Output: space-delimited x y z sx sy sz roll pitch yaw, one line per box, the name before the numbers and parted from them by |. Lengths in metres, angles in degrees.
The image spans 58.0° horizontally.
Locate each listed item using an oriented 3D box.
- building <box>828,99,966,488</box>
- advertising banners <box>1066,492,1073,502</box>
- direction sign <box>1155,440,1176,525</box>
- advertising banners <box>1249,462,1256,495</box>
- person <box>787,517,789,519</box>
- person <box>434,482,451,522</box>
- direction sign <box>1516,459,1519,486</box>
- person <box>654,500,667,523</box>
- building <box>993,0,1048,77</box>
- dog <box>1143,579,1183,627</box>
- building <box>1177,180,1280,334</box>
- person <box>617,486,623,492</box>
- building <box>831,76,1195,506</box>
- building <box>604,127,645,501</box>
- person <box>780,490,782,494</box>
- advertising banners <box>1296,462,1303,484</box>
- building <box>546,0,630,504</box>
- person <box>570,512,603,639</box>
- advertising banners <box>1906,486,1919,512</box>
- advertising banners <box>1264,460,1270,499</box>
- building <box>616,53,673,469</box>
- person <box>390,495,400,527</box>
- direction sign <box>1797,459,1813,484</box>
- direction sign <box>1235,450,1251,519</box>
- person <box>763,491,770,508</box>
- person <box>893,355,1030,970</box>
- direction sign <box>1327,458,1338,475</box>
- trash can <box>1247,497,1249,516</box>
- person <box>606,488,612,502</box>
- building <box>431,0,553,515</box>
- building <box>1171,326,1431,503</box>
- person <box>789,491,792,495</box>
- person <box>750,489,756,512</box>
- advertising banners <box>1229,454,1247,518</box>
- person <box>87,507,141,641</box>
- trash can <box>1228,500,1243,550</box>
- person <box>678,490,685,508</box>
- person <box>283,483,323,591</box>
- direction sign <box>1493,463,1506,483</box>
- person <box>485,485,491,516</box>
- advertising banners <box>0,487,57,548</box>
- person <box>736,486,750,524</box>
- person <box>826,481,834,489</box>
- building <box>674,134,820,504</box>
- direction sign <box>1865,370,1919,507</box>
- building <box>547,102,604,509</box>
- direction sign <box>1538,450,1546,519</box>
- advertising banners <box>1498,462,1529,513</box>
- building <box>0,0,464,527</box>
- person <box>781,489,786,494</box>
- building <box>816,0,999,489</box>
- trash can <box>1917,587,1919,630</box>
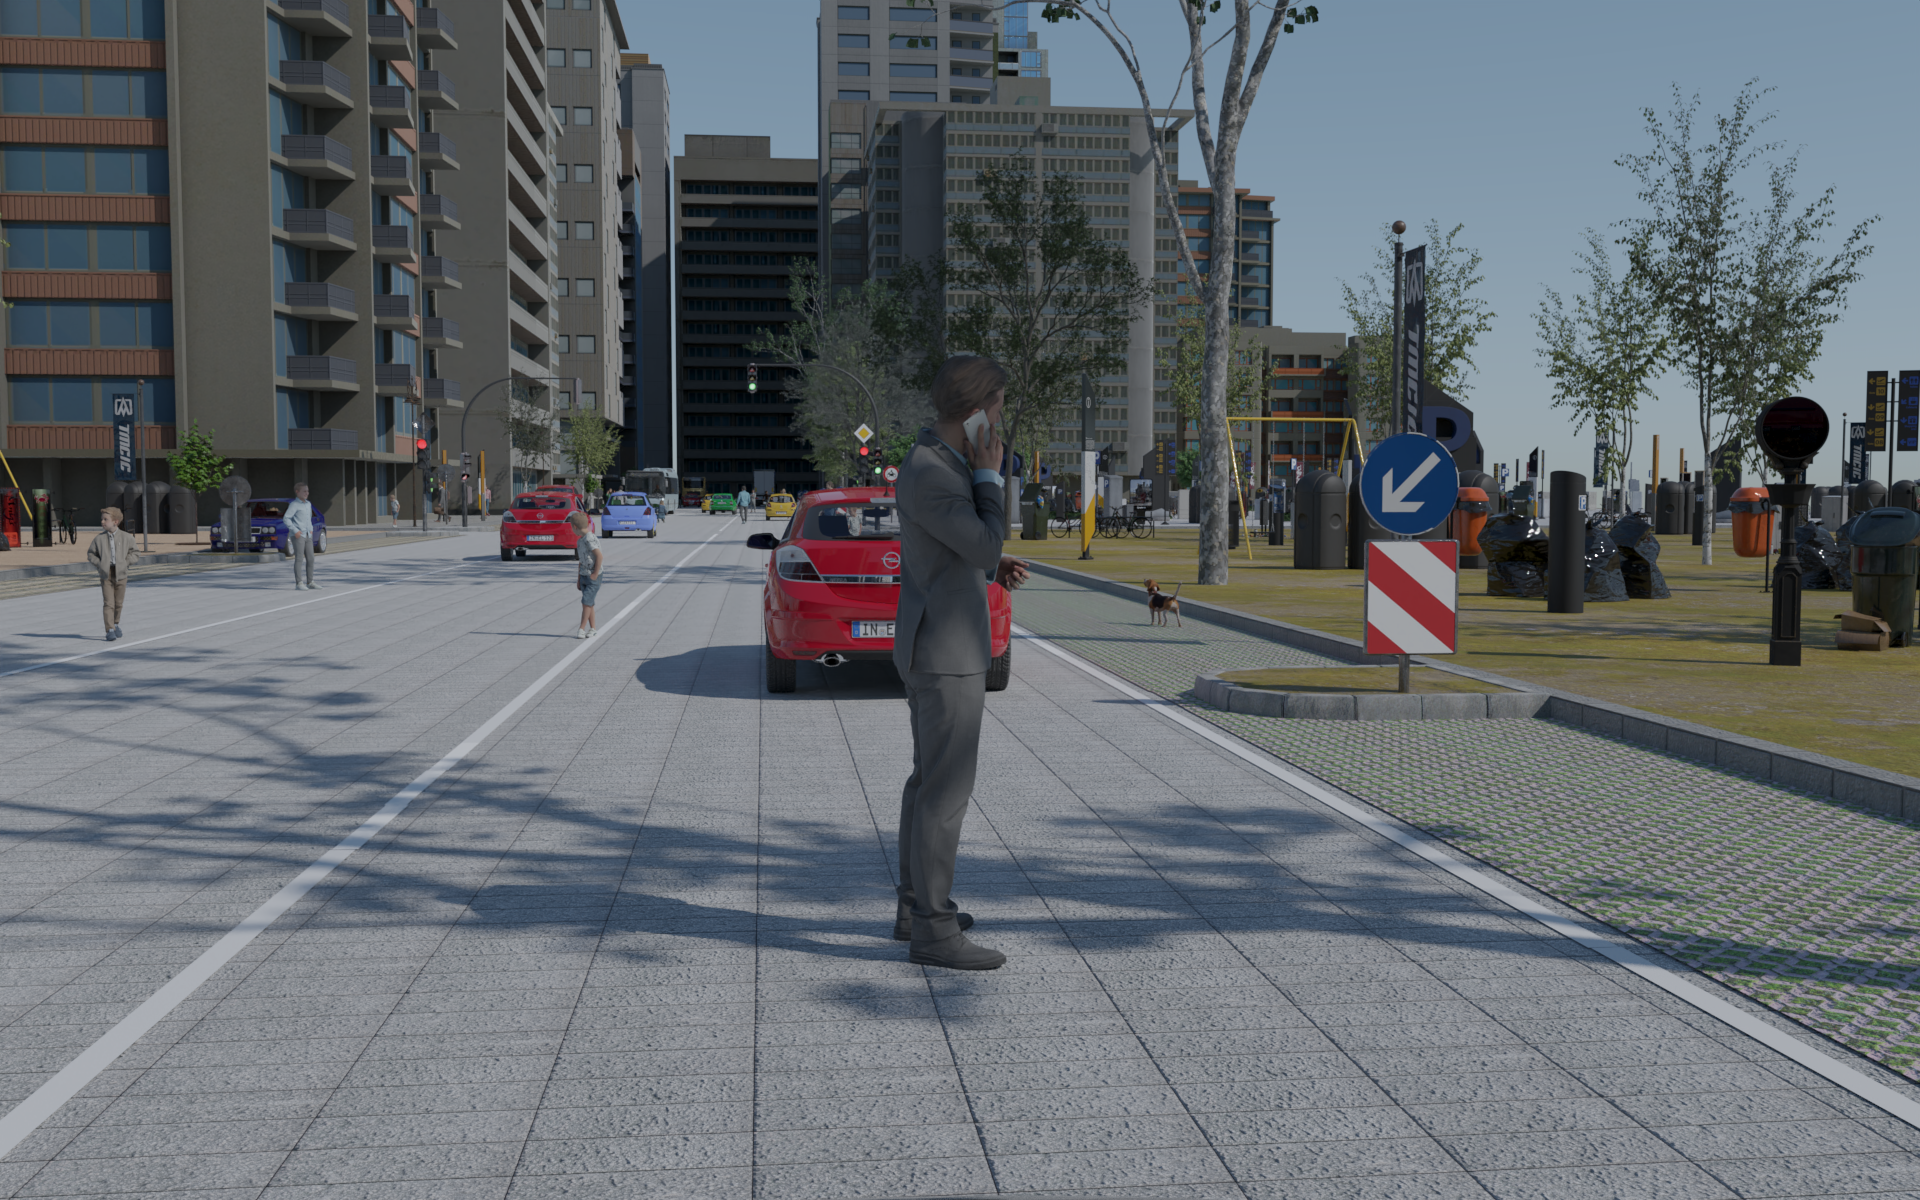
building | -6.884 -30.580 183.572 14.154 41.232 14.086 0 4 -6
advertising banners | 7.120 -7.867 124.813 2.074 3.025 0.090 0 4 0
direction sign | 8.569 -4.910 72.281 0.876 3.537 0.379 -1 4 -13
advertising banners | 15.422 -6.001 94.308 2.074 3.025 0.090 -3 5 -39
person | -9.674 -5.178 98.181 0.505 1.210 0.382 3 5 44
person | -23.384 -4.419 78.250 0.822 1.834 0.622 -2 4 -25
direction sign | 35.699 -7.279 111.016 0.379 3.537 0.876 0 4 8
person | -15.133 -4.465 87.008 1.012 1.151 0.738 -1 4 -19
building | -1.714 -56.656 239.001 31.000 86.520 22.319 0 4 -6
dog | 2.186 0.037 18.689 0.540 0.507 0.406 2 4 24
building | 28.762 -36.042 243.905 28.867 44.769 22.147 0 4 -6
person | -16.905 -4.760 86.179 0.661 1.843 0.795 0 4 -2
building | 3.914 -28.970 165.542 32.217 40.220 23.993 0 4 -6
building | -45.605 -34.072 207.181 14.200 45.320 14.600 0 4 -6
person | -16.742 -9.400 162.176 0.705 1.826 1.348 -3 4 -36
advertising banners | 18.952 -5.938 93.281 2.074 3.025 0.090 -1 4 -13
building | -48.991 -35.963 177.236 28.713 52.752 27.495 0 4 -6
person | -3.713 -0.248 17.246 0.352 1.250 0.332 0 4 0
advertising banners | 16.037 -1.932 27.772 2.074 3.025 0.090 -1 4 -17
advertising banners | 15.820 -5.691 89.232 0.090 3.025 2.074 1 4 17
building | -53.363 -42.324 233.997 28.212 58.520 21.231 0 4 -6
person | -21.715 -3.414 66.539 0.352 1.250 0.332 -2 4 -26
direction sign | 22.054 -3.274 45.526 0.379 3.537 0.876 -1 4 -20
direction sign | 14.707 -5.994 89.993 0.876 3.537 0.379 -1 4 -13
person | -16.765 -8.644 150.654 1.217 1.723 0.721 3 5 44
person | 0.007 0.178 5.388 0.447 1.846 0.655 -1 4 -10
direction sign | 23.504 -7.177 109.337 0.876 3.537 0.379 -2 4 -25
trash can | 15.836 -5.211 96.846 0.748 1.137 0.748 0 3 0
person | -22.551 -6.299 111.740 0.600 1.795 0.529 -1 4 -20
building | -38.962 -29.909 112.709 21.300 48.544 21.600 0 4 -6
building | 38.193 -22.375 210.872 28.899 21.520 27.650 0 4 -6
person | -18.163 -10.718 184.671 0.436 1.711 0.756 -1 4 -21
person | -16.265 -7.777 135.840 0.511 1.800 0.466 0 4 -3
advertising banners | 12.193 -4.895 76.221 0.090 3.025 2.074 0 4 -6
person | -8.335 -0.264 17.085 0.475 1.303 0.640 -2 4 -35
trash can | 6.185 -1.749 40.249 0.748 1.137 0.748 0 3 0
person | -28.415 -10.199 175.260 1.348 1.822 0.705 0 4 7
person | -9.804 -0.948 25.810 0.330 1.601 0.589 2 4 26
direction sign | 39.515 -8.249 126.864 0.876 3.537 0.379 0 4 5
person | -27.391 -5.749 100.054 0.555 1.821 0.388 -1 4 -19
advertising banners | -22.606 -2.753 41.201 0.090 3.025 2.074 3 4 36
person | -10.349 -4.549 82.892 0.660 1.820 0.620 -2 4 -33
person | -3.971 -2.750 53.487 0.581 1.822 0.654 2 4 34
building | -27.840 -37.520 237.153 21.600 48.544 21.300 0 4 -6
direction sign | 17.073 -2.433 31.771 0.876 3.537 0.379 1 4 17
building | -48.478 -28.131 151.817 32.217 40.220 23.993 0 4 -6
direction sign | 29.919 -5.930 88.955 0.379 3.537 0.876 2 4 26
advertising banners | 30.205 -5.982 93.998 2.074 3.025 0.090 0 4 -1
building | -35.598 -25.971 79.245 22.147 44.769 28.867 0 4 -6
person | -12.614 -7.086 124.545 0.709 1.800 0.728 0 4 1
building | -6.191 -40.512 204.367 21.231 58.520 28.212 0 4 -6
trash can | 8.942 -0.236 15.514 0.748 1.137 0.748 0 3 0
